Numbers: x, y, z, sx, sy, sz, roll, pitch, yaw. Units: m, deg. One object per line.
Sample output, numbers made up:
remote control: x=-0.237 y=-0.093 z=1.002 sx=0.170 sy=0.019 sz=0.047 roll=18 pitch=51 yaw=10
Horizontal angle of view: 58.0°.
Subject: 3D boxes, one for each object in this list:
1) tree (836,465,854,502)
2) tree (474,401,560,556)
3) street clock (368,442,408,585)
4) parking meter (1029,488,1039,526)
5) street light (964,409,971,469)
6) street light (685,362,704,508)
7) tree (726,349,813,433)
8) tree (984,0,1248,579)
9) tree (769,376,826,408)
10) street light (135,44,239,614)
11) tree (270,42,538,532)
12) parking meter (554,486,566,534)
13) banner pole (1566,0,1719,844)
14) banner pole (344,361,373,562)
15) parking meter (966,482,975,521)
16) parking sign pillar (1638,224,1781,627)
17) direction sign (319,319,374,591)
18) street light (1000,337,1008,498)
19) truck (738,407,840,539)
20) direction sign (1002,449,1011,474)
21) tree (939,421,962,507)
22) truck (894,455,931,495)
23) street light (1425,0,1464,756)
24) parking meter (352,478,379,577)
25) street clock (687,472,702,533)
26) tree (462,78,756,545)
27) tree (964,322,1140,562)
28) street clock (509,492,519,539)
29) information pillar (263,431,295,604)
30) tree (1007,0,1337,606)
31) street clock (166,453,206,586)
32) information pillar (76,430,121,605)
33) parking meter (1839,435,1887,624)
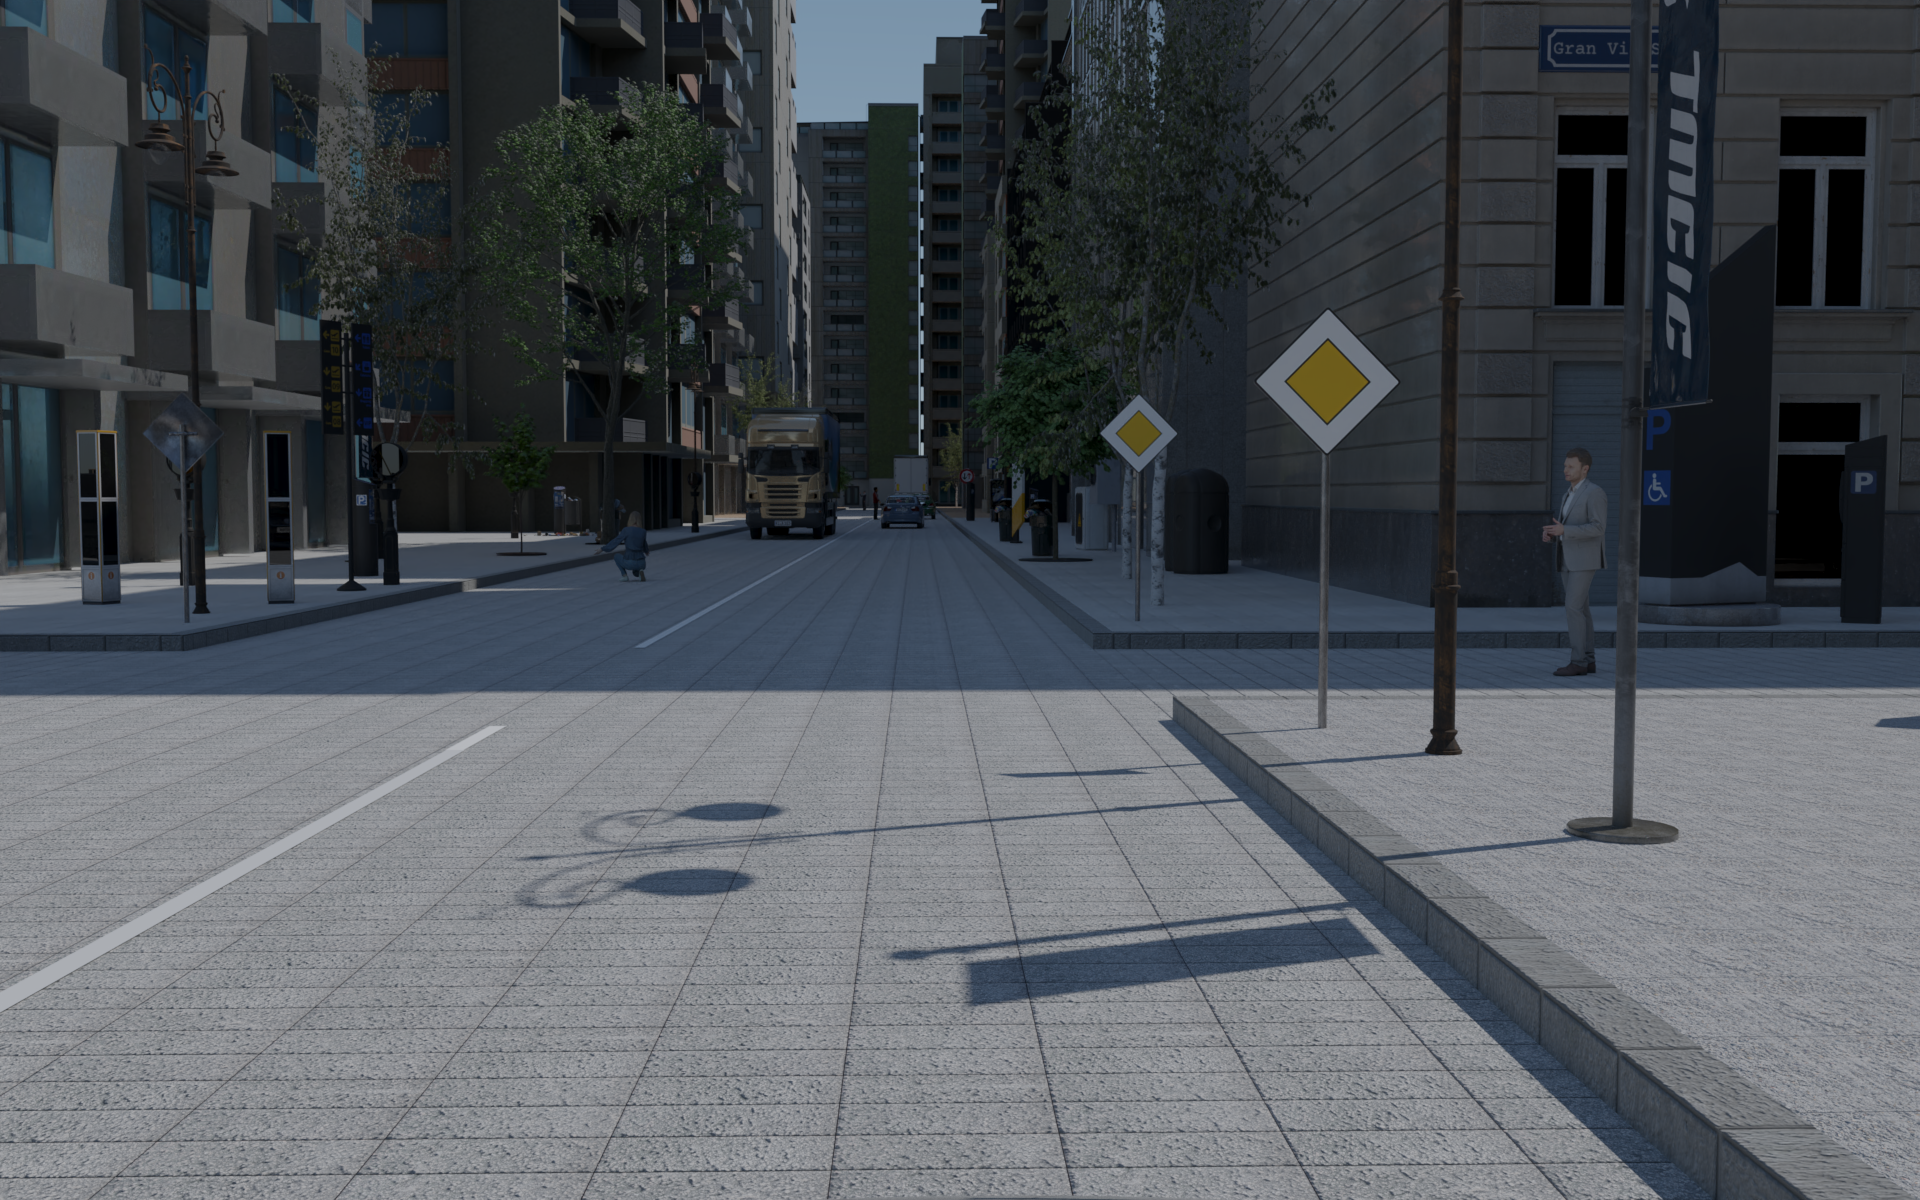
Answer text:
tree: x=-12.064 y=-11.363 z=169.502 sx=4.285 sy=4.588 sz=4.351 roll=0 pitch=3 yaw=0
tree: x=-9.074 y=-2.539 z=36.108 sx=1.663 sy=3.219 sz=1.824 roll=0 pitch=3 yaw=0
street clock: x=-8.025 y=-1.213 z=24.395 sx=0.471 sy=2.002 sz=0.358 roll=0 pitch=4 yaw=-4
parking meter: x=2.987 y=-3.766 z=69.981 sx=0.372 sy=1.533 sz=0.369 roll=0 pitch=3 yaw=0
street light: x=0.427 y=-7.293 z=92.022 sx=0.468 sy=5.910 sz=1.993 roll=0 pitch=4 yaw=-1
street light: x=-9.059 y=-5.288 z=59.254 sx=0.468 sy=5.910 sz=1.993 roll=0 pitch=4 yaw=-1
tree: x=-9.987 y=-8.465 z=88.759 sx=4.737 sy=8.622 sz=4.395 roll=0 pitch=3 yaw=0
tree: x=2.490 y=-4.641 z=26.245 sx=4.737 sy=8.622 sz=4.395 roll=0 pitch=3 yaw=0
tree: x=-10.332 y=-9.705 z=109.033 sx=4.360 sy=8.622 sz=3.978 roll=0 pitch=3 yaw=0
street light: x=-8.150 y=-2.791 z=18.427 sx=0.468 sy=5.910 sz=1.993 roll=0 pitch=4 yaw=-1
tree: x=-9.393 y=-4.791 z=28.697 sx=4.360 sy=8.622 sz=3.978 roll=0 pitch=3 yaw=0
parking meter: x=-12.830 y=-2.881 z=55.518 sx=0.372 sy=1.533 sz=0.369 roll=0 pitch=3 yaw=0
banner pole: x=2.502 y=-0.989 z=6.189 sx=0.401 sy=3.779 sz=0.863 roll=0 pitch=4 yaw=-1
banner pole: x=-11.359 y=-2.619 z=32.830 sx=0.401 sy=3.779 sz=0.863 roll=1 pitch=4 yaw=15
parking meter: x=0.516 y=-4.708 z=82.690 sx=0.255 sy=1.863 sz=0.399 roll=3 pitch=5 yaw=40
parking sign pillar: x=7.472 y=-1.765 z=17.327 sx=1.447 sy=3.967 sz=1.447 roll=-2 pitch=4 yaw=-24
direction sign: x=-8.084 y=-1.891 z=22.907 sx=0.379 sy=3.537 sz=0.876 roll=2 pitch=4 yaw=27
street light: x=1.345 y=-4.795 z=51.183 sx=0.468 sy=5.910 sz=1.993 roll=0 pitch=4 yaw=-1
truck: x=-5.548 y=-4.247 z=58.360 sx=2.839 sy=4.237 sz=11.283 roll=0 pitch=4 yaw=-1
direction sign: x=2.085 y=-4.690 z=68.683 sx=0.876 sy=3.537 sz=0.379 roll=2 pitch=4 yaw=25
tree: x=-0.322 y=-13.390 z=169.292 sx=4.737 sy=8.622 sz=4.395 roll=0 pitch=3 yaw=0
truck: x=-3.598 y=-8.630 z=130.015 sx=2.839 sy=4.237 sz=11.283 roll=0 pitch=4 yaw=-1
street light: x=2.396 y=-2.178 z=8.405 sx=0.468 sy=5.910 sz=1.993 roll=0 pitch=4 yaw=-1
parking meter: x=-9.293 y=-1.140 z=27.055 sx=0.372 sy=1.533 sz=0.369 roll=0 pitch=3 yaw=0
street clock: x=-8.783 y=-3.231 z=57.402 sx=0.471 sy=2.002 sz=0.358 roll=2 pitch=4 yaw=32
tree: x=-8.752 y=-7.204 z=43.540 sx=9.928 sy=11.665 sz=9.643 roll=0 pitch=3 yaw=0
tree: x=1.803 y=-3.032 z=33.294 sx=4.285 sy=4.588 sz=4.351 roll=0 pitch=3 yaw=0
street clock: x=-12.852 y=-2.775 z=49.933 sx=0.358 sy=2.002 sz=0.471 roll=-2 pitch=4 yaw=-28
information pillar: x=-7.972 y=-0.965 z=20.278 sx=0.304 sy=2.012 sz=0.304 roll=-1 pitch=4 yaw=-22
tree: x=2.307 y=-4.257 z=19.967 sx=4.360 sy=8.622 sz=3.978 roll=0 pitch=3 yaw=0
street clock: x=-10.801 y=-1.202 z=24.224 sx=0.471 sy=2.002 sz=0.358 roll=0 pitch=4 yaw=6
information pillar: x=-10.004 y=-0.956 z=20.125 sx=0.304 sy=2.012 sz=0.304 roll=1 pitch=4 yaw=16
parking meter: x=8.956 y=-0.703 z=17.210 sx=0.399 sy=1.863 sz=0.255 roll=2 pitch=4 yaw=31
